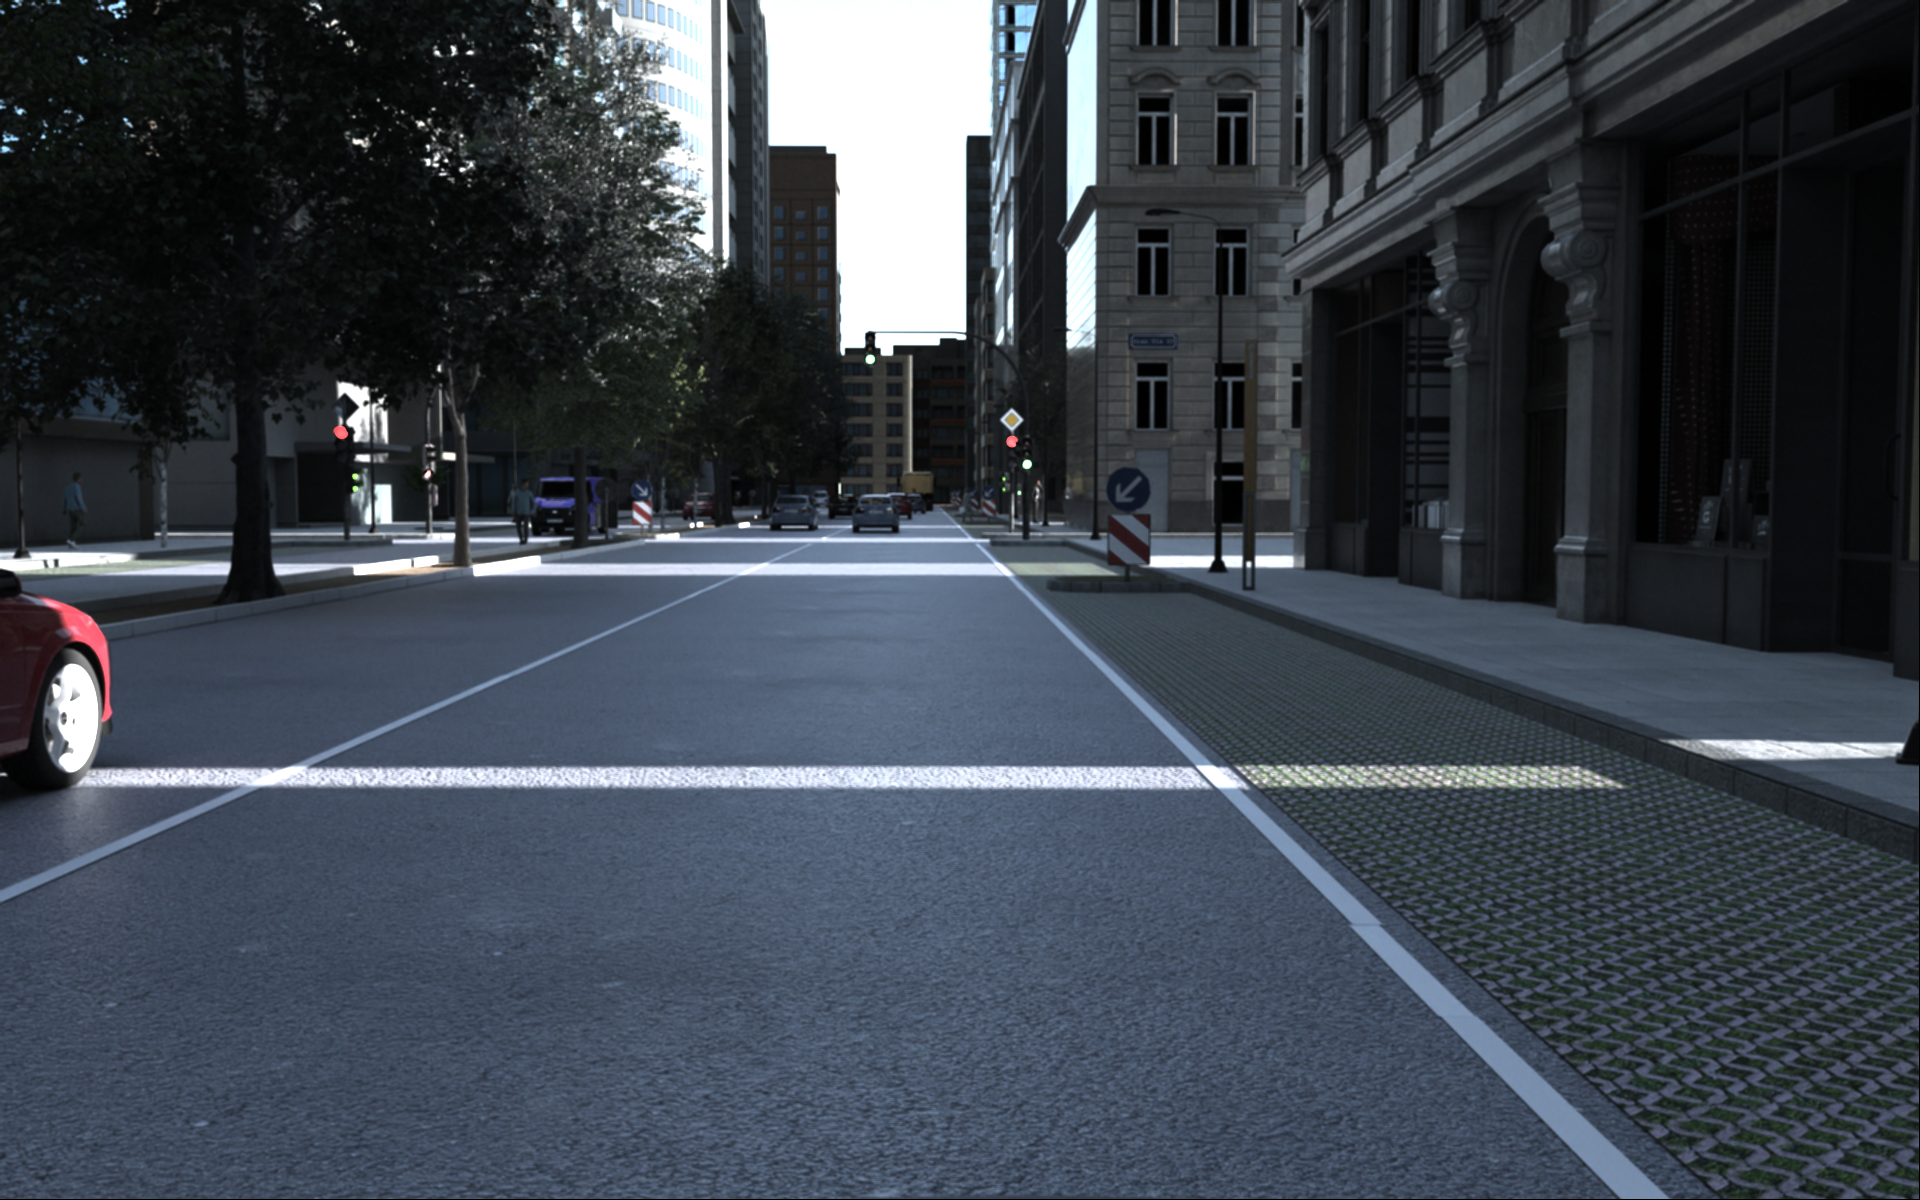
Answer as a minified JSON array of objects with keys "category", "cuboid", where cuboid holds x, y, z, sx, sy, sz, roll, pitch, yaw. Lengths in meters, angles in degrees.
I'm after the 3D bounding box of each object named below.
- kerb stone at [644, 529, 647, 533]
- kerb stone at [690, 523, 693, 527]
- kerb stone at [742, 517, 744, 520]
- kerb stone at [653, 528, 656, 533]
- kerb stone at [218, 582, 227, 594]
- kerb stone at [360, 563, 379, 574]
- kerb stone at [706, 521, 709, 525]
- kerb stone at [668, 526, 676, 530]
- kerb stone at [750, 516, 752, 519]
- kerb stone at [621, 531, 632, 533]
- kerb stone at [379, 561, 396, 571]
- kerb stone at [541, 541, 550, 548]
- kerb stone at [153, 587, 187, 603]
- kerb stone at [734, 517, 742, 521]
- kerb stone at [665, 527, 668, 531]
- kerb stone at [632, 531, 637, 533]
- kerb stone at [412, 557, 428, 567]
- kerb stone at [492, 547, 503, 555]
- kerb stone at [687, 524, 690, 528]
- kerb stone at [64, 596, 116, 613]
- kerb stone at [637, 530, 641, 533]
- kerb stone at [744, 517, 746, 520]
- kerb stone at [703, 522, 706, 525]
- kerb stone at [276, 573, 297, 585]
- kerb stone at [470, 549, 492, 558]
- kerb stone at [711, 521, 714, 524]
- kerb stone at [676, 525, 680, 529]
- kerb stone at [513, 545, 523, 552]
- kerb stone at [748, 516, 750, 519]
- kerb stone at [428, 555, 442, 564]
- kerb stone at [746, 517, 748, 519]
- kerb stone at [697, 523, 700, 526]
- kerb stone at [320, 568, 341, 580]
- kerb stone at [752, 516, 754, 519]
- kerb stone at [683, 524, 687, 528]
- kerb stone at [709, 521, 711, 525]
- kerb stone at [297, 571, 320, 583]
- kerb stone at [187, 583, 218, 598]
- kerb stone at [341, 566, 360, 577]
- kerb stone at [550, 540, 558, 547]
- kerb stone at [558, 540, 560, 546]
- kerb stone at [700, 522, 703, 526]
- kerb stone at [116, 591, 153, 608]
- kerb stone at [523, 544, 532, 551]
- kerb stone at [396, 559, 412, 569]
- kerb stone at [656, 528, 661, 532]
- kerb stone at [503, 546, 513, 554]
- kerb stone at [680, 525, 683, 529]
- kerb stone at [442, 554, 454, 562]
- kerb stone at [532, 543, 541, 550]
[{"category":"kerb stone","cuboid":[-11.343,-2.399,61.442,0.120,0.150,1.000,0,4,-1]},{"category":"kerb stone","cuboid":[-11.584,-3.152,73.732,0.120,0.150,1.000,0,4,-1]},{"category":"kerb stone","cuboid":[-11.991,-4.401,94.222,0.120,0.150,1.000,0,4,-1]},{"category":"kerb stone","cuboid":[-11.373,-2.525,63.486,0.120,0.150,1.000,0,4,-1]},{"category":"kerb stone","cuboid":[-10.620,-0.176,25.068,0.120,0.150,1.000,0,4,-1]},{"category":"kerb stone","cuboid":[-10.736,-0.550,31.212,0.120,0.150,1.000,0,4,-1]},{"category":"kerb stone","cuboid":[-11.688,-3.459,78.852,0.120,0.150,1.000,0,4,-1]},{"category":"kerb stone","cuboid":[-11.471,-2.837,68.609,0.120,0.150,1.000,0,4,-1]},{"category":"kerb stone","cuboid":[-12.072,-4.651,98.315,0.120,0.150,1.000,0,4,-1]},{"category":"kerb stone","cuboid":[-11.286,-2.212,58.364,0.120,0.150,1.000,0,4,-1]},{"category":"kerb stone","cuboid":[-10.763,-0.612,32.238,0.120,0.150,1.000,0,4,-1]},{"category":"kerb stone","cuboid":[-11.029,-1.427,45.562,0.120,0.150,1.000,0,4,-1]},{"category":"kerb stone","cuboid":[-10.574,-0.050,23.008,0.120,0.150,1.000,0,4,-1]},{"category":"kerb stone","cuboid":[-11.969,-4.340,93.192,0.120,0.150,1.000,0,4,-1]},{"category":"kerb stone","cuboid":[-11.444,-2.712,66.565,0.120,0.150,1.000,0,4,-1]},{"category":"kerb stone","cuboid":[-11.310,-2.275,59.396,0.120,0.150,1.000,0,4,-1]},{"category":"kerb stone","cuboid":[-10.794,-0.740,34.294,0.120,0.150,1.000,0,4,-1]},{"category":"kerb stone","cuboid":[-10.921,-1.108,40.434,0.120,0.150,1.000,0,4,-1]},{"category":"kerb stone","cuboid":[-11.560,-3.087,72.711,0.120,0.150,1.000,0,4,-1]},{"category":"kerb stone","cuboid":[-10.541,0.077,20.956,0.120,0.150,1.000,0,4,-1]},{"category":"kerb stone","cuboid":[-11.321,-2.338,60.418,0.120,0.150,1.000,0,4,-1]},{"category":"kerb stone","cuboid":[-12.013,-4.463,95.244,0.120,0.150,1.000,0,4,-1]},{"category":"kerb stone","cuboid":[-11.669,-3.403,77.829,0.120,0.150,1.000,0,4,-1]},{"category":"kerb stone","cuboid":[-10.657,-0.301,27.114,0.120,0.150,1.000,0,4,-1]},{"category":"kerb stone","cuboid":[-10.902,-1.053,39.412,0.120,0.150,1.000,0,4,-1]},{"category":"kerb stone","cuboid":[-11.730,-3.590,80.896,0.120,0.150,1.000,0,4,-1]},{"category":"kerb stone","cuboid":[-11.509,-2.902,69.636,0.120,0.150,1.000,0,4,-1]},{"category":"kerb stone","cuboid":[-10.965,-1.241,42.490,0.120,0.150,1.000,0,4,-1]},{"category":"kerb stone","cuboid":[-12.050,-4.591,97.289,0.120,0.150,1.000,0,4,-1]},{"category":"kerb stone","cuboid":[-10.820,-0.802,35.316,0.120,0.150,1.000,0,4,-1]},{"category":"kerb stone","cuboid":[-12.033,-4.530,96.267,0.120,0.150,1.000,0,4,-1]},{"category":"kerb stone","cuboid":[-11.620,-3.278,75.785,0.120,0.150,1.000,0,4,-1]},{"category":"kerb stone","cuboid":[-10.703,-0.421,29.163,0.120,0.150,1.000,0,4,-1]},{"category":"kerb stone","cuboid":[-12.093,-4.717,99.337,0.120,0.150,1.000,0,4,-1]},{"category":"kerb stone","cuboid":[-11.544,-3.026,71.687,0.120,0.150,1.000,0,4,-1]},{"category":"kerb stone","cuboid":[-11.707,-3.528,79.874,0.120,0.150,1.000,0,4,-1]},{"category":"kerb stone","cuboid":[-10.678,-0.363,28.137,0.120,0.150,1.000,0,4,-1]},{"category":"kerb stone","cuboid":[-10.600,-0.113,24.047,0.120,0.150,1.000,0,4,-1]},{"category":"kerb stone","cuboid":[-10.730,-0.489,30.188,0.120,0.150,1.000,0,4,-1]},{"category":"kerb stone","cuboid":[-11.042,-1.492,46.587,0.120,0.150,1.000,0,4,-1]},{"category":"kerb stone","cuboid":[-11.064,-1.554,47.609,0.120,0.150,1.000,0,4,-1]},{"category":"kerb stone","cuboid":[-11.643,-3.340,76.807,0.120,0.150,1.000,0,4,-1]},{"category":"kerb stone","cuboid":[-10.564,0.017,21.978,0.120,0.150,1.000,0,4,-1]},{"category":"kerb stone","cuboid":[-10.982,-1.304,43.518,0.120,0.150,1.000,0,4,-1]},{"category":"kerb stone","cuboid":[-10.783,-0.677,33.272,0.120,0.150,1.000,0,4,-1]},{"category":"kerb stone","cuboid":[-11.416,-2.645,65.532,0.120,0.150,1.000,0,4,-1]},{"category":"kerb stone","cuboid":[-10.945,-1.178,41.461,0.120,0.150,1.000,0,4,-1]},{"category":"kerb stone","cuboid":[-11.524,-2.962,70.658,0.120,0.150,1.000,0,4,-1]},{"category":"kerb stone","cuboid":[-10.856,-0.861,36.337,0.120,0.150,1.000,0,4,-1]},{"category":"kerb stone","cuboid":[-11.002,-1.365,44.540,0.120,0.150,1.000,0,4,-1]}]
